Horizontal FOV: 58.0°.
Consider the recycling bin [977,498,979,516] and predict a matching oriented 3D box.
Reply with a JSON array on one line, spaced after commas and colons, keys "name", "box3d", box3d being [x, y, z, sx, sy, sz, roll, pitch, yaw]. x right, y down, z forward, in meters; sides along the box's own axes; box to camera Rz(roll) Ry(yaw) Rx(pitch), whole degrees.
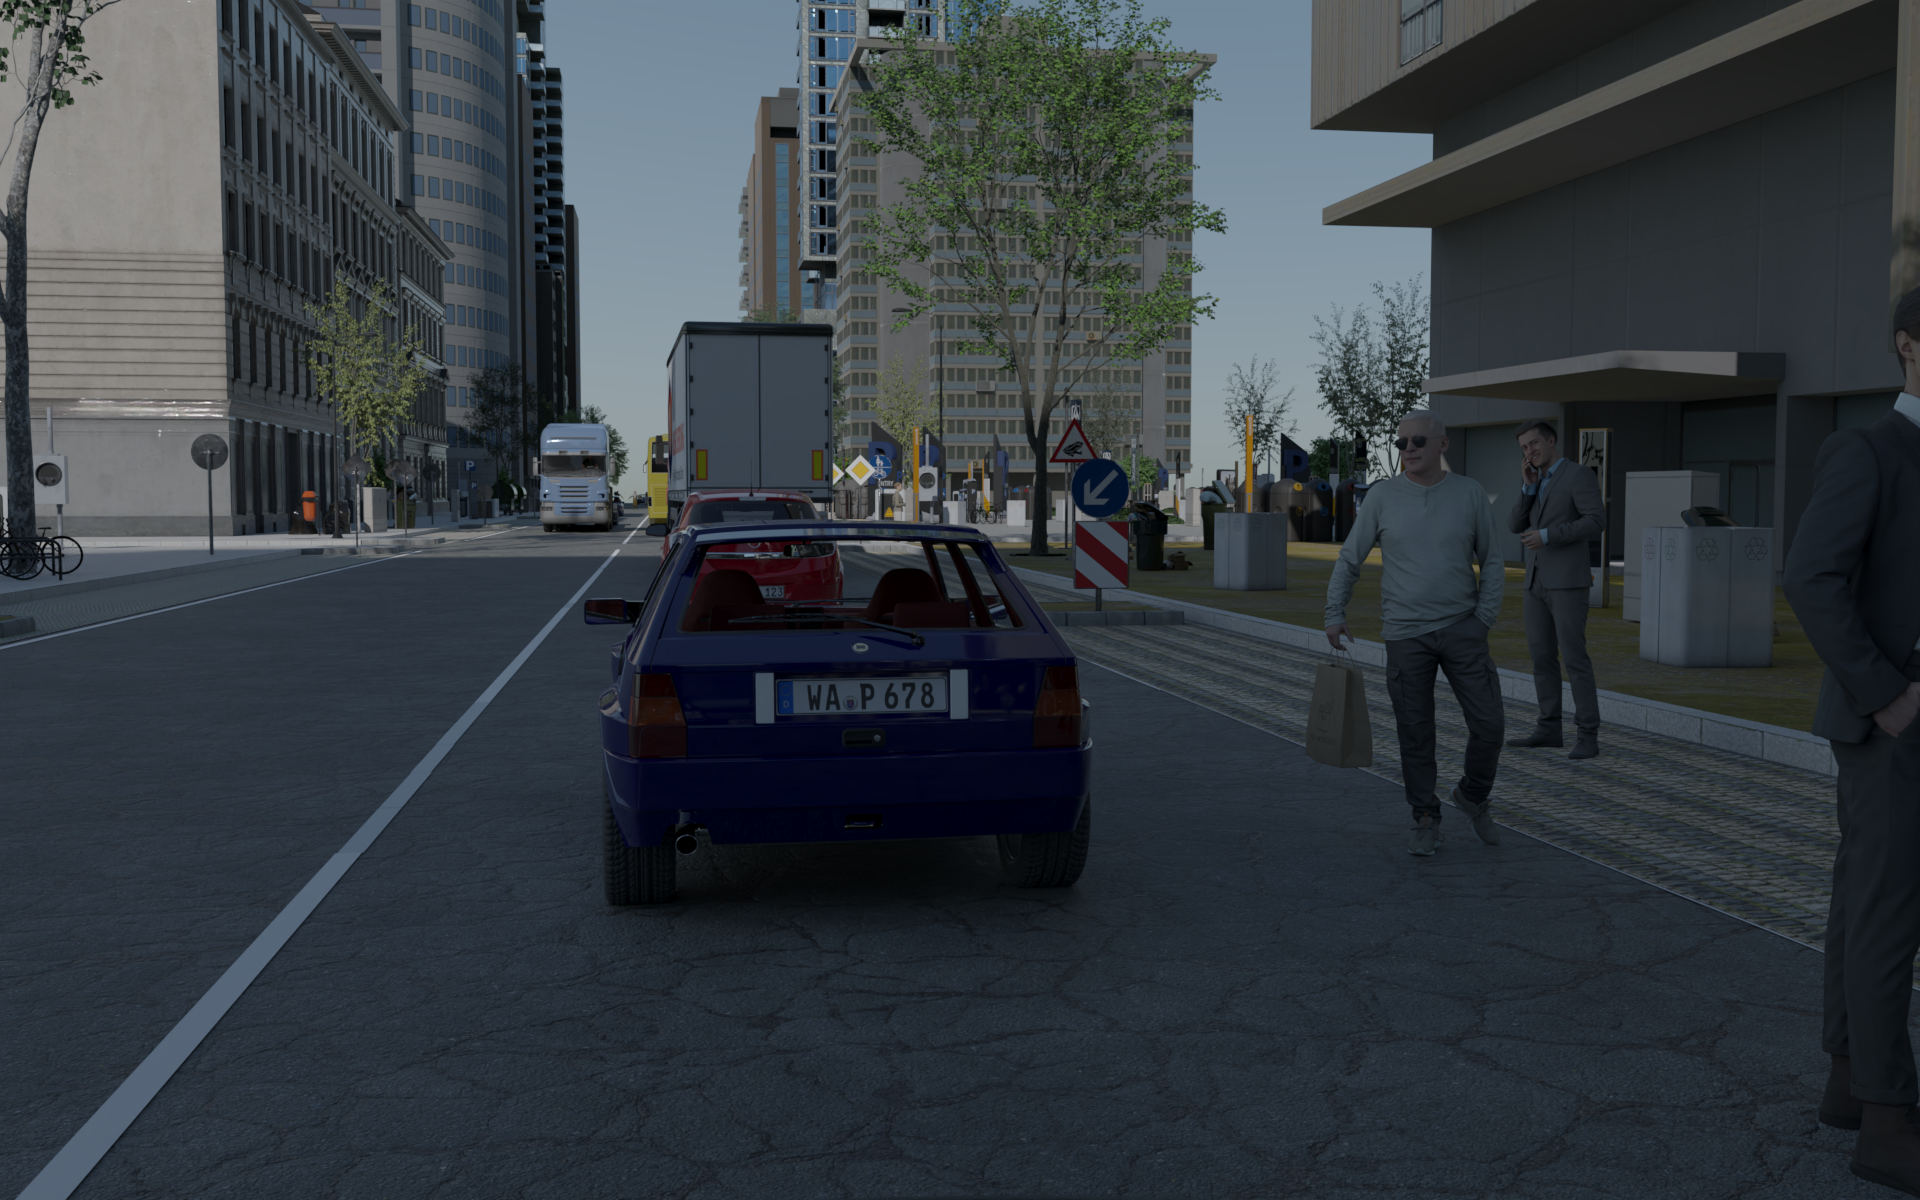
[{"name": "recycling bin", "box3d": [0.691, -5.566, 103.556, 0.722, 1.027, 0.722, 2, 4, 33]}]

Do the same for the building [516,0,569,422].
[{"name": "building", "box3d": [-63.695, -56.401, 234.826, 22.319, 86.520, 31.000, -1, 4, -10]}]

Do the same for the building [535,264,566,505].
[{"name": "building", "box3d": [-56.370, -27.058, 214.098, 14.160, 30.474, 14.107, -1, 4, -10]}]

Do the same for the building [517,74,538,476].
[{"name": "building", "box3d": [-51.859, -32.443, 180.556, 14.600, 45.320, 14.200, -1, 4, -10]}]

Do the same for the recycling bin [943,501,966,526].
[{"name": "recycling bin", "box3d": [-0.253, -2.919, 60.278, 0.722, 1.027, 0.722, 2, 4, 26]}]

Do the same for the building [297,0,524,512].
[{"name": "building", "box3d": [-46.310, -36.255, 134.772, 21.231, 58.520, 28.212, -1, 4, -10]}]

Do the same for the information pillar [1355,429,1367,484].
[{"name": "information pillar", "box3d": [14.446, -4.352, 62.506, 0.504, 3.616, 0.183, -2, 4, -26]}]

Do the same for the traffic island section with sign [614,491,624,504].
[{"name": "traffic island section with sign", "box3d": [-50.771, -15.131, 256.016, 1.989, 1.847, 2.006, -1, 4, -10]}]

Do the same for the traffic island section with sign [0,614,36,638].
[{"name": "traffic island section with sign", "box3d": [-10.515, -0.533, 17.345, 1.989, 1.847, 2.006, -1, 4, -10]}]

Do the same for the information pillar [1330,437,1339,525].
[{"name": "information pillar", "box3d": [15.427, -4.898, 71.442, 0.183, 3.616, 0.504, -2, 4, -30]}]

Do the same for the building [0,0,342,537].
[{"name": "building", "box3d": [-28.077, -12.878, 59.710, 9.793, 20.994, 18.267, -1, 4, -10]}]

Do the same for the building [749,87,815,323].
[{"name": "building", "box3d": [-15.396, -33.182, 192.640, 14.600, 45.320, 14.200, -1, 4, -10]}]

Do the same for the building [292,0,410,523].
[{"name": "building", "box3d": [-31.975, -15.266, 78.483, 11.050, 23.489, 19.941, -1, 4, -10]}]

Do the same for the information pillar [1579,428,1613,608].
[{"name": "information pillar", "box3d": [7.167, -0.922, 19.565, 0.304, 2.012, 0.304, 2, 4, 32]}]

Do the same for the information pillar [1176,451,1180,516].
[{"name": "information pillar", "box3d": [11.858, -6.288, 94.158, 0.183, 3.616, 0.504, -1, 4, -12]}]

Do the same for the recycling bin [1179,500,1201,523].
[{"name": "recycling bin", "box3d": [10.152, -3.909, 76.472, 0.722, 1.027, 0.722, 3, 5, 42]}]

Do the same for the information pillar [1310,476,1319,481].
[{"name": "information pillar", "box3d": [14.808, -4.155, 72.426, 0.304, 2.012, 0.304, -1, 4, -15]}]

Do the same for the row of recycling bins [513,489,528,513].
[{"name": "row of recycling bins", "box3d": [-30.552, -6.923, 120.306, 1.069, 1.692, 3.534, -1, 4, -20]}]

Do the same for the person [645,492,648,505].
[{"name": "person", "box3d": [-40.361, -13.088, 223.158, 0.621, 1.740, 0.551, -2, 4, -25]}]

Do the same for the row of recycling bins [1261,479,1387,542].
[{"name": "row of recycling bins", "box3d": [10.056, -2.418, 46.648, 3.534, 1.692, 1.069, -1, 4, -10]}]

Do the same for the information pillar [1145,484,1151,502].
[{"name": "information pillar", "box3d": [13.026, -7.084, 120.312, 0.304, 2.012, 0.304, -3, 5, -43]}]

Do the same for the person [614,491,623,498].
[{"name": "person", "box3d": [-32.281, -9.434, 163.266, 1.217, 1.766, 0.721, 1, 4, 8]}]

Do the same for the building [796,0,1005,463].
[{"name": "building", "box3d": [-7.237, -52.425, 169.826, 22.319, 86.520, 31.000, -1, 4, -10]}]

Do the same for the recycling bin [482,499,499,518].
[{"name": "recycling bin", "box3d": [-24.967, -4.865, 92.089, 0.722, 1.027, 0.722, 0, 4, 2]}]

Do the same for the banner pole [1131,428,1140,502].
[{"name": "banner pole", "box3d": [6.598, -4.594, 65.124, 0.401, 3.779, 0.863, 2, 4, 31]}]

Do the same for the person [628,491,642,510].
[{"name": "person", "box3d": [-29.344, -8.999, 156.361, 1.217, 1.736, 0.721, 0, 4, -3]}]

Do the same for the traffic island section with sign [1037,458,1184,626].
[{"name": "traffic island section with sign", "box3d": [1.297, -0.671, 19.595, 1.989, 1.847, 2.006, -1, 4, -10]}]

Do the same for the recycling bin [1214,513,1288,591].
[{"name": "recycling bin", "box3d": [3.904, -0.656, 23.276, 0.722, 1.027, 0.722, -2, 4, -29]}]

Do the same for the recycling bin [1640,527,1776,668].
[{"name": "recycling bin", "box3d": [5.642, -0.033, 13.095, 0.722, 1.027, 0.722, 0, 4, -3]}]

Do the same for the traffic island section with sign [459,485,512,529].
[{"name": "traffic island section with sign", "box3d": [-19.758, -3.885, 72.143, 1.989, 1.847, 2.006, -1, 4, -10]}]

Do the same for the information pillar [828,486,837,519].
[{"name": "information pillar", "box3d": [-5.681, -4.454, 77.316, 0.304, 2.012, 0.304, 3, 4, 38]}]

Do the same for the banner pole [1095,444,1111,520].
[{"name": "banner pole", "box3d": [7.191, -5.913, 86.701, 0.863, 3.779, 0.401, 1, 4, 20]}]

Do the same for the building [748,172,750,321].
[{"name": "building", "box3d": [-19.936, -35.066, 223.441, 14.600, 45.320, 14.200, -1, 4, -10]}]

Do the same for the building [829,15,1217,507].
[{"name": "building", "box3d": [2.499, -27.716, 145.044, 32.217, 40.220, 23.993, -1, 4, -10]}]

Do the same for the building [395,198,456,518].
[{"name": "building", "box3d": [-35.444, -14.356, 99.342, 10.561, 19.102, 19.286, -1, 4, -10]}]

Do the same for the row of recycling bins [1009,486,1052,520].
[{"name": "row of recycling bins", "box3d": [3.297, -4.874, 86.807, 1.069, 1.692, 3.534, -3, 5, -40]}]

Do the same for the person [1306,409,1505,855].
[{"name": "person", "box3d": [1.797, 0.123, 6.969, 0.782, 1.767, 0.515, 1, 4, 11]}]

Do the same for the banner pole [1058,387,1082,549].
[{"name": "banner pole", "box3d": [2.617, -3.086, 40.467, 0.401, 3.779, 0.863, -2, 4, -30]}]

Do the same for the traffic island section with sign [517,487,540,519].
[{"name": "traffic island section with sign", "box3d": [-24.310, -5.537, 99.163, 1.989, 1.847, 2.006, -1, 4, -10]}]

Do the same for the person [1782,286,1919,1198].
[{"name": "person", "box3d": [2.110, 0.252, 3.742, 0.474, 1.900, 0.648, 3, 5, 44]}]

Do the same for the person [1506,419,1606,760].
[{"name": "person", "box3d": [3.258, -0.076, 9.549, 0.447, 1.846, 0.655, -1, 4, -21]}]

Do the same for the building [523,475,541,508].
[{"name": "building", "box3d": [-56.220, -28.671, 160.650, 32.217, 40.220, 23.993, -1, 4, -10]}]

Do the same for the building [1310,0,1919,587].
[{"name": "building", "box3d": [22.443, -26.557, 23.441, 28.713, 52.752, 27.495, -1, 4, -10]}]

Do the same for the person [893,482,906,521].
[{"name": "person", "box3d": [-1.684, -2.400, 48.282, 0.362, 1.759, 0.519, -1, 4, -9]}]

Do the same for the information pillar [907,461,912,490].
[{"name": "information pillar", "box3d": [-3.464, -7.804, 118.957, 0.183, 3.616, 0.504, 2, 4, 28]}]

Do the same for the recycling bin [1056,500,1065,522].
[{"name": "recycling bin", "box3d": [4.827, -4.043, 78.658, 0.722, 1.027, 0.722, -2, 4, -26]}]

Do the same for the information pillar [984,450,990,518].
[{"name": "information pillar", "box3d": [1.447, -6.232, 93.249, 0.183, 3.616, 0.504, -2, 4, -29]}]

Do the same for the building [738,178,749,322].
[{"name": "building", "box3d": [-19.917, -38.329, 246.287, 23.786, 49.044, 30.456, -1, 4, -10]}]

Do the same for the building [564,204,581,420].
[{"name": "building", "box3d": [-64.138, -37.234, 258.884, 14.600, 45.320, 14.200, -1, 4, -10]}]

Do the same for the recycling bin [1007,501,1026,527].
[{"name": "recycling bin", "box3d": [2.193, -3.363, 67.542, 0.722, 1.027, 0.722, 0, 4, 2]}]
